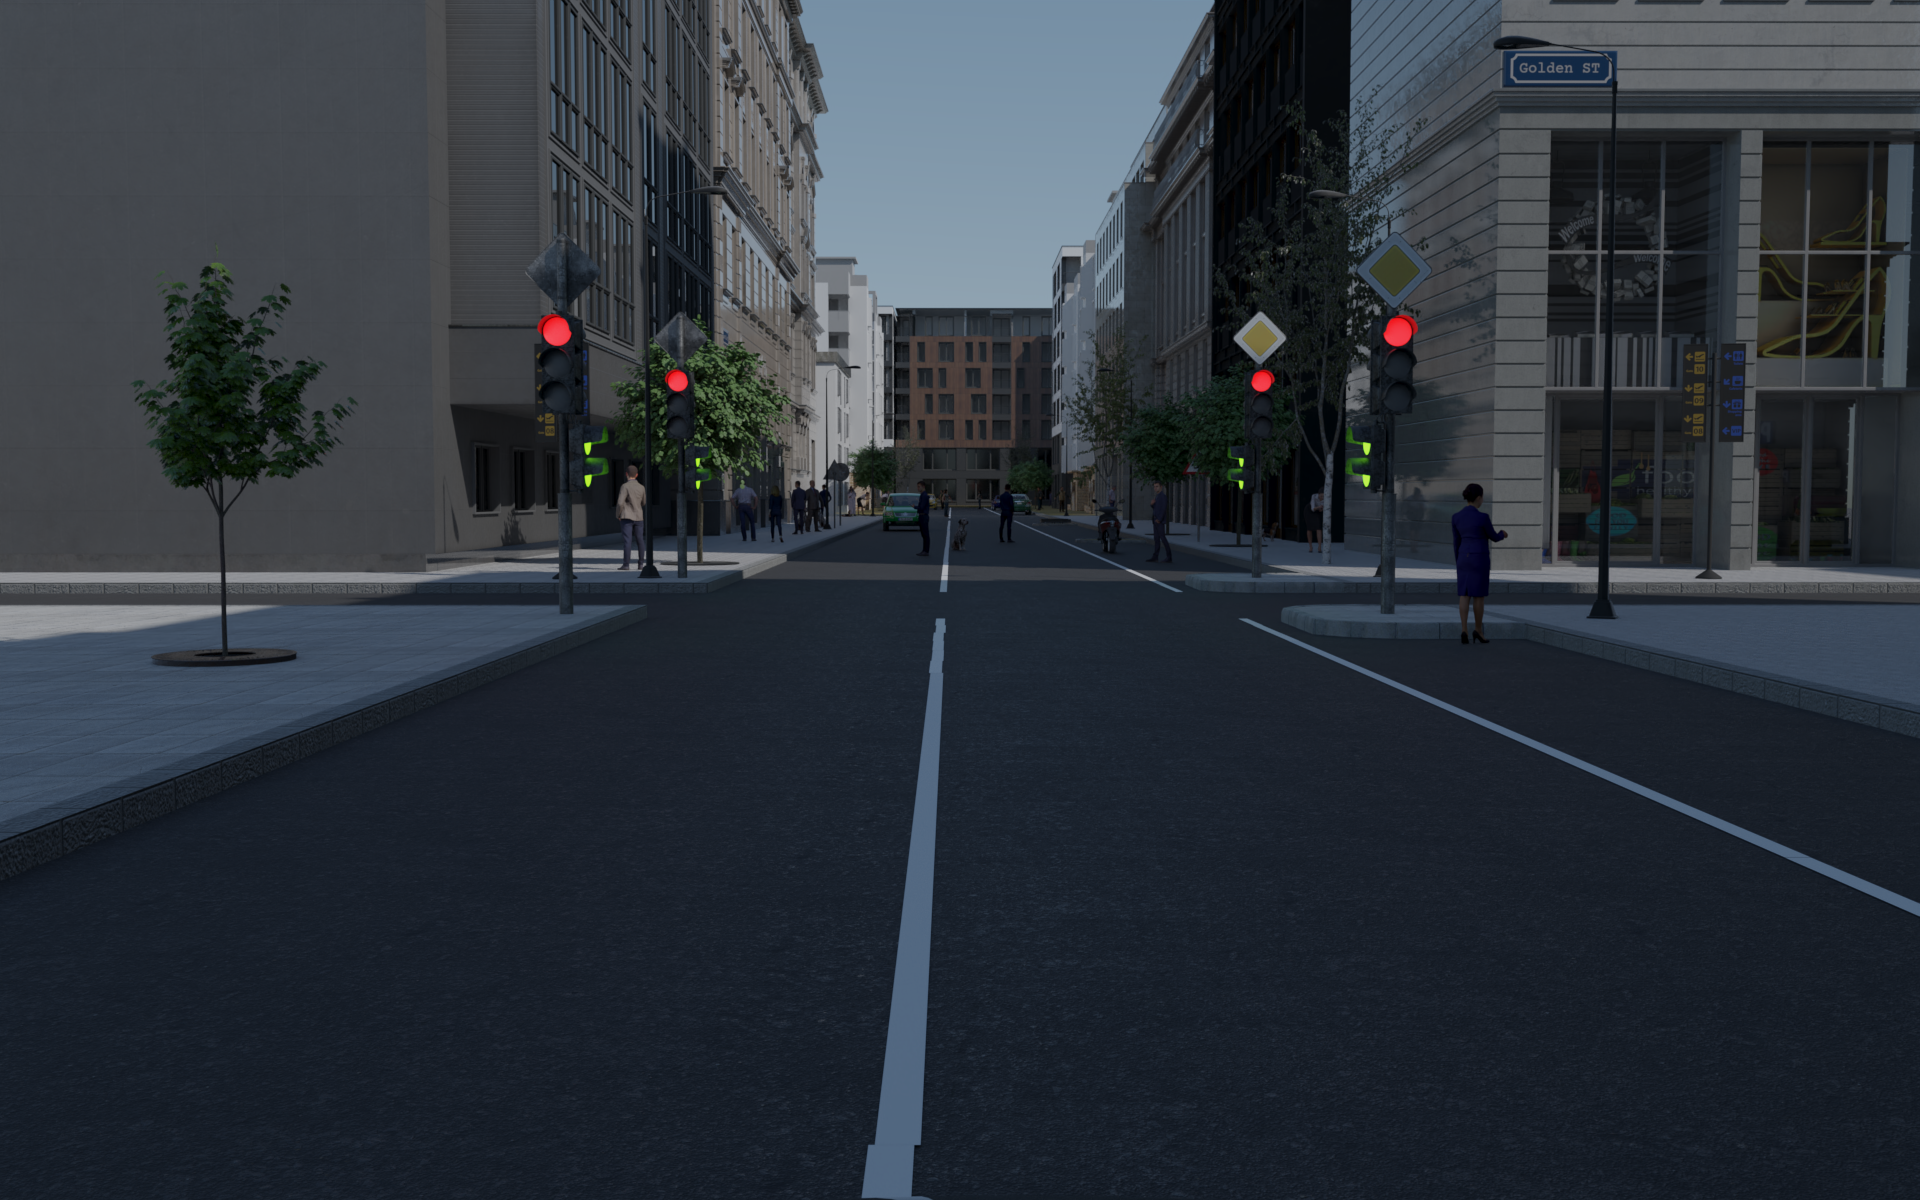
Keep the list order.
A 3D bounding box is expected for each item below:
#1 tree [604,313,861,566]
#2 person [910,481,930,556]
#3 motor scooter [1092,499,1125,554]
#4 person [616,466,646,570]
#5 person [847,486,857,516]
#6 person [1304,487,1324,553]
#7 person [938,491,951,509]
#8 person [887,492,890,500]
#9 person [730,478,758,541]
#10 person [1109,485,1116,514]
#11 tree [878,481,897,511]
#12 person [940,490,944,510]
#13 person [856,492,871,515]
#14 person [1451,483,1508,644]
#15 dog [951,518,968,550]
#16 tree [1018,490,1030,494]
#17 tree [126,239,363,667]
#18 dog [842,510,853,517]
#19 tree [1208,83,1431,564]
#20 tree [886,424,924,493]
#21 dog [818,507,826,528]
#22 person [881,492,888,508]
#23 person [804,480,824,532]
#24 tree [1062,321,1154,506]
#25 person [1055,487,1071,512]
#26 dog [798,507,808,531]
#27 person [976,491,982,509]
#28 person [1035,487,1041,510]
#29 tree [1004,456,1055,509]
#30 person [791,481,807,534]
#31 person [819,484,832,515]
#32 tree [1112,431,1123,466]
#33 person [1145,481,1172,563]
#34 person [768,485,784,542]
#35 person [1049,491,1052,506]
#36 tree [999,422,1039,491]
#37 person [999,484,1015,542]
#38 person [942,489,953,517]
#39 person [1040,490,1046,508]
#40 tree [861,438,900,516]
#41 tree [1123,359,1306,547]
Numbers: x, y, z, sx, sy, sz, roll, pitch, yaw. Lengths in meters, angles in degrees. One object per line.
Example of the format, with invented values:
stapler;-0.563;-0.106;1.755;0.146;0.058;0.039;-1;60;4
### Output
tree;-4.705;-2.920;31.455;4.285;4.588;4.351;0;3;0
person;-0.915;-1.906;40.364;0.504;1.737;0.576;-1;4;-13
motor scooter;3.646;-1.812;42.396;0.815;1.314;1.986;0;4;-1
person;-5.628;-1.395;29.376;0.617;1.759;0.750;-2;4;-32
person;-6.290;-5.733;100.451;0.551;1.740;0.621;-1;4;-22
person;7.786;-1.746;37.784;0.628;1.438;0.799;-3;4;-39
person;-1.439;-9.403;162.179;1.348;1.831;0.705;-1;4;-8
person;-7.622;-10.594;182.264;0.434;1.755;0.990;2;4;30
person;-5.858;-2.461;47.220;0.756;1.711;0.436;0;4;5
person;7.496;-4.755;84.733;0.436;1.711;0.756;2;4;33
tree;-5.636;-8.429;132.413;1.663;3.219;1.824;0;3;0
person;-1.714;-9.309;160.796;0.705;1.812;1.348;0;4;5
person;-5.886;-5.885;105.450;0.799;1.438;0.628;-2;4;-24
person;4.975;-0.353;16.640;0.453;1.535;0.546;2;4;29
dog;0.030;-1.681;44.323;0.513;0.831;0.800;1;4;10
tree;6.271;-10.755;170.441;1.663;3.219;1.824;0;3;0
tree;-5.686;-1.133;13.121;1.663;3.219;1.824;0;3;0
dog;-6.369;-4.839;96.857;0.748;0.427;0.550;2;4;24
tree;6.722;-4.982;31.819;4.360;8.622;3.978;0;3;0
tree;-5.593;-14.007;179.384;4.360;8.622;3.978;0;3;0
dog;-5.228;-3.189;66.513;0.800;0.831;0.513;-1;4;-15
person;-5.104;-6.699;118.757;0.628;1.438;0.799;-1;4;-17
person;-4.950;-3.188;58.721;0.990;1.755;0.434;-3;5;-44
tree;6.334;-7.580;74.301;4.737;8.622;4.395;0;3;0
person;7.200;-7.092;122.091;1.348;1.812;0.705;-2;4;-30
dog;-5.566;-2.864;61.201;0.513;0.831;0.800;0;4;-4
person;1.786;-9.418;163.209;0.721;1.735;1.217;2;4;24
person;6.161;-7.929;135.705;0.705;1.821;1.348;-1;4;-15
tree;6.432;-10.063;148.238;4.285;4.588;4.351;0;3;0
person;-5.138;-2.949;55.173;0.541;1.710;0.530;-1;4;-22
person;-6.332;-4.525;80.733;0.576;1.737;0.504;-2;4;-30
tree;6.457;-4.314;54.249;4.285;4.588;4.351;0;3;0
person;4.180;-1.646;36.334;0.530;1.710;0.541;0;4;0
person;-4.856;-2.286;45.958;0.613;1.512;0.480;3;5;43
person;9.653;-10.618;183.018;0.530;1.710;0.541;-1;4;-17
tree;6.250;-13.927;178.076;4.360;8.622;3.978;0;3;0
person;1.434;-2.578;51.353;0.576;1.737;0.504;2;4;32
person;-0.792;-6.090;108.797;0.721;1.735;1.217;2;4;30
person;7.287;-9.174;156.043;0.705;1.823;1.348;2;4;33
tree;-5.192;-7.219;101.737;4.285;4.588;4.351;0;3;0
tree;6.758;-3.587;42.361;4.285;4.588;4.351;0;3;0
